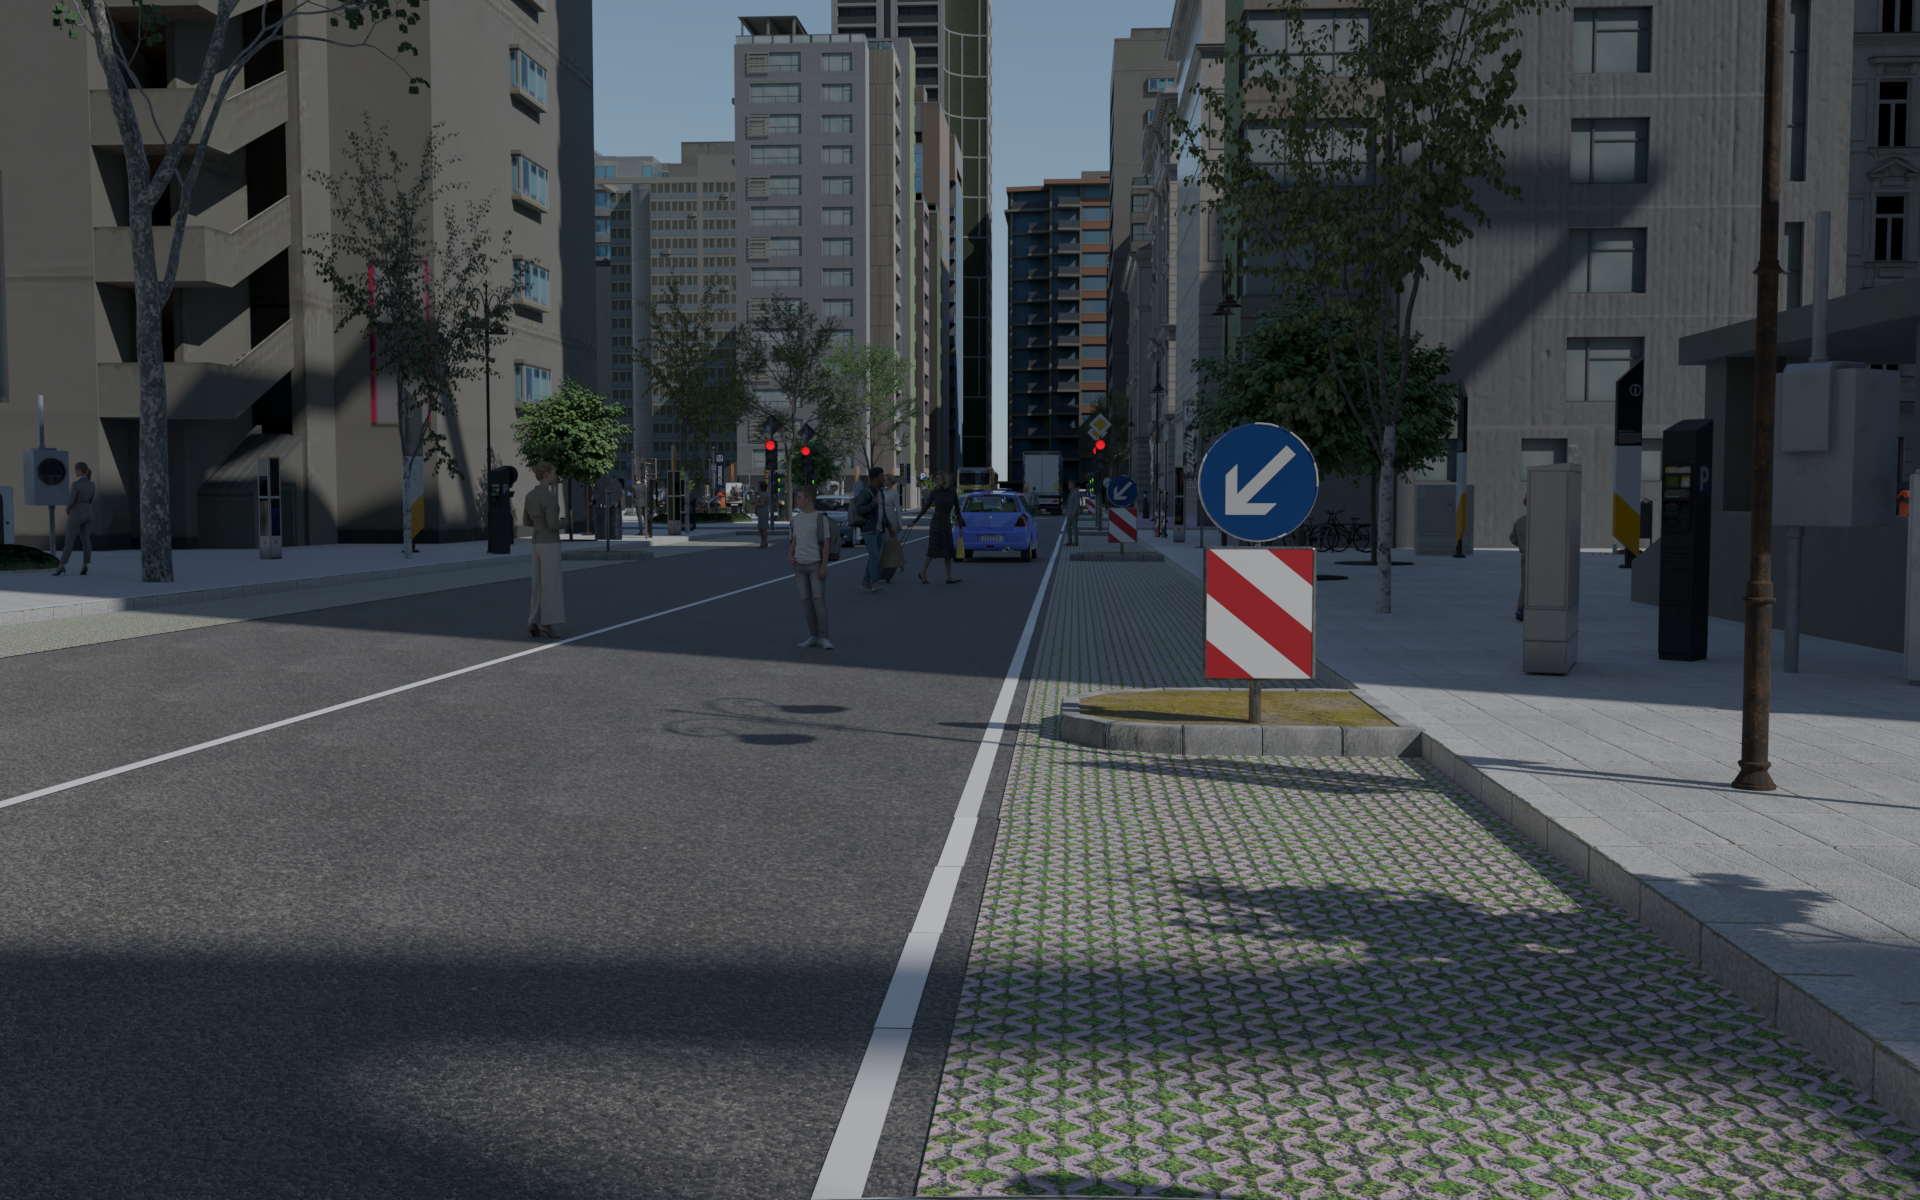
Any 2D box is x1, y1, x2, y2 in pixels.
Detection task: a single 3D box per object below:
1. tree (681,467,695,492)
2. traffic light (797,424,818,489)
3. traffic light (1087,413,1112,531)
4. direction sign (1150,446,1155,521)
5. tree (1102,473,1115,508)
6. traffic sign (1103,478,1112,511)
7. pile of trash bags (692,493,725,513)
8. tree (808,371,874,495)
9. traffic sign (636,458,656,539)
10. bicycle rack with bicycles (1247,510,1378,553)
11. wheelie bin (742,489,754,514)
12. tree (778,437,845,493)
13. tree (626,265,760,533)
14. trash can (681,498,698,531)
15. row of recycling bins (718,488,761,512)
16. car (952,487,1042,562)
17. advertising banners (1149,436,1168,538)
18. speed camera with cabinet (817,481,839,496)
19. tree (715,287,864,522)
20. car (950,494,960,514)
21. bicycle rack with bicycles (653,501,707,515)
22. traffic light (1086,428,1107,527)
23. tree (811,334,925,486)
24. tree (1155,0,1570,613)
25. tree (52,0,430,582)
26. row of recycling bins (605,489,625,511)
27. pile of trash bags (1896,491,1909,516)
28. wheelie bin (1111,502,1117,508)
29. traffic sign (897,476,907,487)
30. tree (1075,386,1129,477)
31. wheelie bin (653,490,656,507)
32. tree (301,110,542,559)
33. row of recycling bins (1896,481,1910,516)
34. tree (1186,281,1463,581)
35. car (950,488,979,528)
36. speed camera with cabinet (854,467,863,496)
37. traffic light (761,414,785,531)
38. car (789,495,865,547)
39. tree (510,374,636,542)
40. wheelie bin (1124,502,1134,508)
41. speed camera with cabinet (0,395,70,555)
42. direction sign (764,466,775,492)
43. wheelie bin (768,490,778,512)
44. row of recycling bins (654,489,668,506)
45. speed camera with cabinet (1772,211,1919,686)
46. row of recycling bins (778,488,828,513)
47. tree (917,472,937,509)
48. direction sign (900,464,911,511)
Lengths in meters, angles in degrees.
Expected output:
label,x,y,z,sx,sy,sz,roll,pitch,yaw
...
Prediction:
label,x,y,z,sx,sy,sz,roll,pitch,yaw
tree,-19.669,-7.886,123.536,1.663,3.219,1.824,0,3,0
traffic light,-6.066,-4.887,68.818,0.839,4.253,0.868,0,4,4
traffic light,4.844,-4.354,60.112,0.839,4.253,0.868,0,4,4
direction sign,9.154,-5.490,81.750,0.379,3.537,0.876,1,4,9
tree,13.939,-10.096,159.675,1.663,3.219,1.824,0,3,0
traffic sign,11.523,-8.249,134.972,0.768,2.556,0.104,1,4,9
pile of trash bags,-15.522,-5.848,105.373,1.912,1.369,3.447,3,4,38
tree,-7.113,-9.390,103.887,4.360,8.622,3.978,0,3,0
traffic sign,-8.979,-2.899,49.524,0.606,2.300,0.079,1,4,12
bicycle rack with bicycles,8.240,-1.549,38.709,2.852,0.926,2.925,-3,4,-38
wheelie bin,-13.663,-6.345,111.653,0.693,1.594,0.980,-2,4,-25
tree,-7.676,-6.373,87.910,4.285,4.588,4.351,0,3,0
tree,-8.742,-6.511,56.821,4.737,8.622,4.395,0,3,0
trash can,-9.491,-2.972,60.241,0.748,1.137,0.748,0,3,0
row of recycling bins,-15.504,-7.117,123.483,3.534,1.692,1.069,-2,4,-23
car,0.798,-1.722,37.744,1.945,1.707,3.694,0,4,5
advertising banners,5.894,-3.386,51.542,0.090,3.025,2.074,0,4,-8
speed camera with cabinet,-9.665,-7.895,123.422,2.038,3.252,0.660,-2,4,-28
tree,-8.067,-8.852,79.146,8.767,10.594,7.601,3,5,41
car,0.232,-5.707,105.103,2.131,1.459,4.920,0,4,2
bicycle rack with bicycles,-14.700,-4.567,88.045,2.925,0.926,2.852,2,4,35
traffic light,5.372,-4.842,68.080,0.839,4.253,0.868,0,4,4
tree,-5.860,-11.418,112.435,9.928,11.665,9.643,0,3,0
tree,4.488,-4.177,18.660,4.737,8.622,4.395,0,3,0
tree,-10.598,-10.271,23.818,12.611,20.169,13.585,0,3,0
row of recycling bins,-26.616,-7.650,132.185,1.069,1.692,3.534,1,4,15
pile of trash bags,25.313,-2.134,44.650,1.912,1.369,3.447,0,4,-6
wheelie bin,11.683,-7.478,130.181,0.693,1.594,0.980,2,4,30
traffic sign,-4.142,-7.572,123.903,0.768,2.556,0.104,0,4,7
tree,13.649,-13.139,149.229,8.767,10.594,7.601,1,4,17
wheelie bin,-21.521,-6.897,120.675,0.980,1.594,0.693,2,4,26
tree,-10.724,-5.124,34.144,4.360,8.622,3.978,0,3,0
row of recycling bins,28.868,-2.968,55.646,3.534,1.692,1.069,1,4,11
tree,5.243,-2.595,26.150,4.285,4.588,4.351,0,3,0
car,0.641,-2.806,54.667,1.959,1.807,4.718,0,4,3
speed camera with cabinet,-6.658,-8.003,125.192,2.038,3.252,0.660,0,4,-5
traffic light,-6.593,-4.399,60.850,0.839,4.253,0.868,0,4,4
car,-3.569,-2.213,48.178,2.014,1.417,4.499,0,4,5
tree,-10.587,-3.895,47.392,4.285,4.588,4.351,0,3,0
wheelie bin,8.268,-4.730,85.238,0.693,1.594,0.980,0,4,3
speed camera with cabinet,-18.687,-2.430,34.059,0.660,3.252,2.038,3,5,41
direction sign,-15.584,-9.163,141.815,0.876,3.537,0.379,0,4,6
wheelie bin,-13.146,-6.969,121.844,0.693,1.594,0.980,-1,4,-16
row of recycling bins,-22.279,-7.495,129.647,3.534,1.692,1.069,-2,4,-33
speed camera with cabinet,6.561,-1.065,11.742,0.660,3.252,2.038,-2,4,-31
row of recycling bins,-10.781,-6.873,119.493,3.534,1.692,1.069,-1,4,-8
tree,-3.050,-9.551,150.752,1.663,3.219,1.824,0,3,0
direction sign,-4.065,-8.362,128.720,0.876,3.537,0.379,1,4,21
